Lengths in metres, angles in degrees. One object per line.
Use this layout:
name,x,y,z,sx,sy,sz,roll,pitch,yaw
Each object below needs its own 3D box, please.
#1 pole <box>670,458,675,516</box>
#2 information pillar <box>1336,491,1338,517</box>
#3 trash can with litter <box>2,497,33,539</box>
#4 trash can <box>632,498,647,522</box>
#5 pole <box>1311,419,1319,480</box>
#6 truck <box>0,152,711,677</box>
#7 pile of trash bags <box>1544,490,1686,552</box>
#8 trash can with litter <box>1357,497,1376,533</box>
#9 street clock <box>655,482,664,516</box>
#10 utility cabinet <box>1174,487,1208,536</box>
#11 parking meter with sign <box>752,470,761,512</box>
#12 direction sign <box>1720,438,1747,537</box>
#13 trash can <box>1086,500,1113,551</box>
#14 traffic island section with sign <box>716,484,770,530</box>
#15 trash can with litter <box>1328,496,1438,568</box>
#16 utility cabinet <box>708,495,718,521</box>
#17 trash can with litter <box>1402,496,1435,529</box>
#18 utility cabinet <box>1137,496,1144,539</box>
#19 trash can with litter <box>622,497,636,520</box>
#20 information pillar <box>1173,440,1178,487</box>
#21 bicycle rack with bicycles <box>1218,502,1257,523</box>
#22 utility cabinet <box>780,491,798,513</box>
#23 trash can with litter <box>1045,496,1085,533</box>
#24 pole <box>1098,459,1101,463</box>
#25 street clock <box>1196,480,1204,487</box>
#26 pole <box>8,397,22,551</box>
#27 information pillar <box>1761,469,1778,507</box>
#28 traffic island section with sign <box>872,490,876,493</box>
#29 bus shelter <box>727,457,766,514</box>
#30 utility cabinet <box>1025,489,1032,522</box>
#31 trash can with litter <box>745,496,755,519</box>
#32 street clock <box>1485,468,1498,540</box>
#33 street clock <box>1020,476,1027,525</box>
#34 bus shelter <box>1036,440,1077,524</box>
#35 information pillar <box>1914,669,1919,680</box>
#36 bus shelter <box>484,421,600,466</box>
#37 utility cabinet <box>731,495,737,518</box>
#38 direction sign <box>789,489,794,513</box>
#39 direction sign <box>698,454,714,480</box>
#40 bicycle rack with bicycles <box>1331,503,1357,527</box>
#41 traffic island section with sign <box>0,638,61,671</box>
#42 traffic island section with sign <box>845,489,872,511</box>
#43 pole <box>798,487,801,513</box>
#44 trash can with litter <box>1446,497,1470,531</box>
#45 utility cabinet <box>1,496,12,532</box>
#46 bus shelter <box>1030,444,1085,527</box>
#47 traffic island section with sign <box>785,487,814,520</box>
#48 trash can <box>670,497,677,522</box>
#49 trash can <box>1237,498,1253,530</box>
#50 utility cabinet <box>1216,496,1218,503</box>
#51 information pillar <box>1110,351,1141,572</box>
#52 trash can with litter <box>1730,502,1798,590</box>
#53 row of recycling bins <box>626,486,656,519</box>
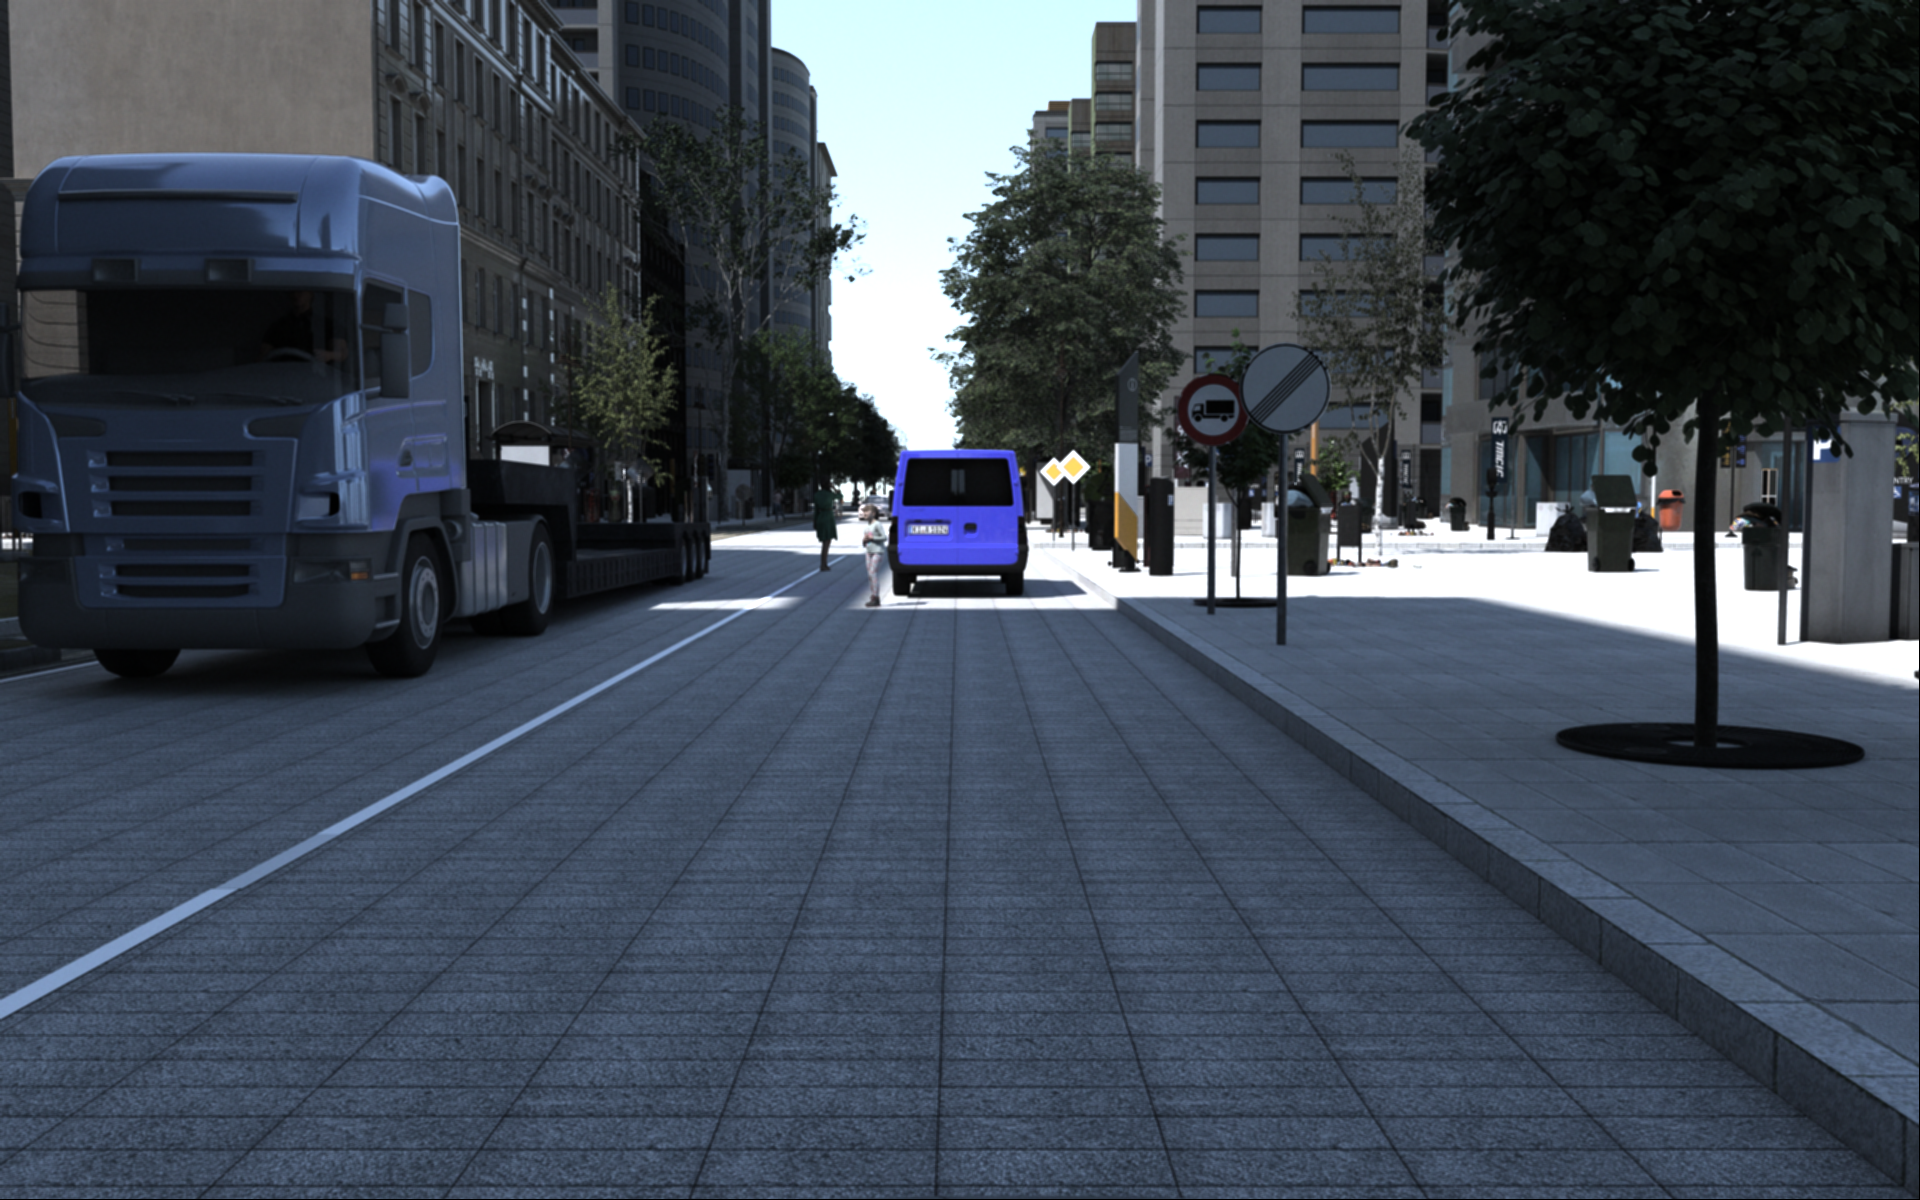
pole,-16.828,-6.559,101.078,0.158,3.312,0.155,0,3,0
information pillar,19.852,-5.356,92.067,0.304,2.012,0.304,-2,4,-32
trash can with litter,-27.642,-2.372,49.835,1.678,1.210,2.233,3,5,41
trash can,-12.514,-3.413,67.449,0.748,1.137,0.748,0,3,0
pole,9.595,-3.244,46.875,0.158,3.312,0.155,0,3,0
truck,-5.449,-1.882,20.523,2.967,4.110,18.799,0,4,0
pile of trash bags,14.874,-1.769,38.682,3.447,1.369,1.912,-2,4,-28
trash can with litter,13.572,-2.837,57.778,0.624,1.170,1.055,1,4,11
street clock,-17.328,-5.833,99.940,0.358,2.002,0.471,2,4,33
utility cabinet,7.019,-2.708,52.949,1.173,1.500,0.318,1,4,16
parking meter with sign,-14.801,-7.635,121.098,1.738,3.016,0.543,1,4,12
direction sign,22.982,-3.640,51.507,0.379,3.537,0.876,-2,4,-26
trash can,3.241,-1.705,39.526,0.748,1.137,0.748,0,3,0
traffic island section with sign,-8.679,-3.727,69.572,1.989,1.847,2.006,0,3,0
trash can with litter,7.139,-1.202,30.716,1.678,1.210,2.233,-3,4,-36
utility cabinet,-11.643,-4.363,82.489,1.020,1.237,0.306,-1,4,-17
trash can with litter,16.939,-3.243,64.407,0.624,1.170,1.055,-2,4,-27
utility cabinet,5.204,-2.369,49.903,1.020,1.237,0.306,-2,4,-25
trash can with litter,-16.713,-4.626,87.028,1.055,1.170,0.624,-1,4,-15
information pillar,6.997,-3.971,56.287,0.183,3.616,0.504,0,4,-2
bicycle rack with bicycles,12.052,-3.869,76.640,2.852,0.926,2.925,1,4,14
utility cabinet,-11.741,-6.736,118.806,1.173,1.500,0.318,-2,4,-30
trash can with litter,3.644,-2.889,58.295,1.678,1.210,2.233,2,4,34
pole,7.919,-6.382,98.184,0.158,3.312,0.155,0,3,0
street clock,12.801,-5.355,92.126,0.471,2.002,0.358,0,4,5
pole,-19.153,-2.524,35.105,0.158,3.312,0.155,0,3,0
information pillar,23.674,-2.825,50.686,0.304,2.012,0.304,-1,4,-13
traffic island section with sign,-8.687,-10.116,174.017,1.989,1.847,2.006,0,3,0
bus shelter,-12.176,-6.330,97.420,2.014,3.302,5.546,0,4,0
utility cabinet,2.942,-4.319,79.294,0.318,1.500,1.173,1,4,22
trash can with litter,-11.141,-4.798,89.839,1.055,1.170,0.624,3,4,38
street clock,14.826,-2.676,48.317,0.358,2.002,0.471,1,4,10
street clock,2.494,-3.945,69.066,0.358,2.002,0.471,-1,4,-20
bus shelter,4.293,-5.249,77.102,1.731,3.624,6.357,0,3,0
information pillar,6.749,-1.258,11.919,0.183,3.616,0.504,1,4,19
bus shelter,-12.073,-3.459,50.478,2.014,3.302,5.546,0,4,0
utility cabinet,-11.917,-4.916,91.536,0.306,1.237,1.020,0,4,-5
direction sign,-11.408,-7.635,116.825,0.379,3.537,0.876,-2,4,-32
direction sign,-14.399,-6.499,98.252,0.876,3.537,0.379,-1,4,-19
bicycle rack with bicycles,15.152,-3.283,67.061,2.925,0.926,2.852,3,5,43
traffic island section with sign,-8.685,-0.348,14.315,1.989,1.847,2.006,0,3,0
traffic island section with sign,-8.685,-8.438,146.586,1.989,1.847,2.006,0,3,0
pole,-11.158,-7.740,120.384,0.158,3.312,0.155,0,3,0
trash can with litter,17.334,-2.986,60.205,0.624,1.170,1.055,2,4,35
utility cabinet,-32.263,-2.927,59.020,0.306,1.237,1.020,2,4,33
bus shelter,3.925,-4.663,70.162,2.014,3.302,5.546,0,3,0
traffic island section with sign,-8.687,-5.376,96.527,1.989,1.847,2.006,0,3,0
trash can,-12.686,-4.056,77.965,0.748,1.137,0.748,0,3,0
trash can,10.167,-3.093,62.224,0.748,1.137,0.748,0,3,0
utility cabinet,10.335,-3.760,72.629,1.020,1.237,0.306,-2,4,-27
information pillar,2.734,-2.262,28.346,0.504,3.616,0.183,-3,5,-42
trash can with litter,10.837,-0.727,23.271,0.624,1.170,1.055,3,5,45
row of recycling bins,-16.742,-5.132,91.013,1.069,1.692,3.534,0,4,5
